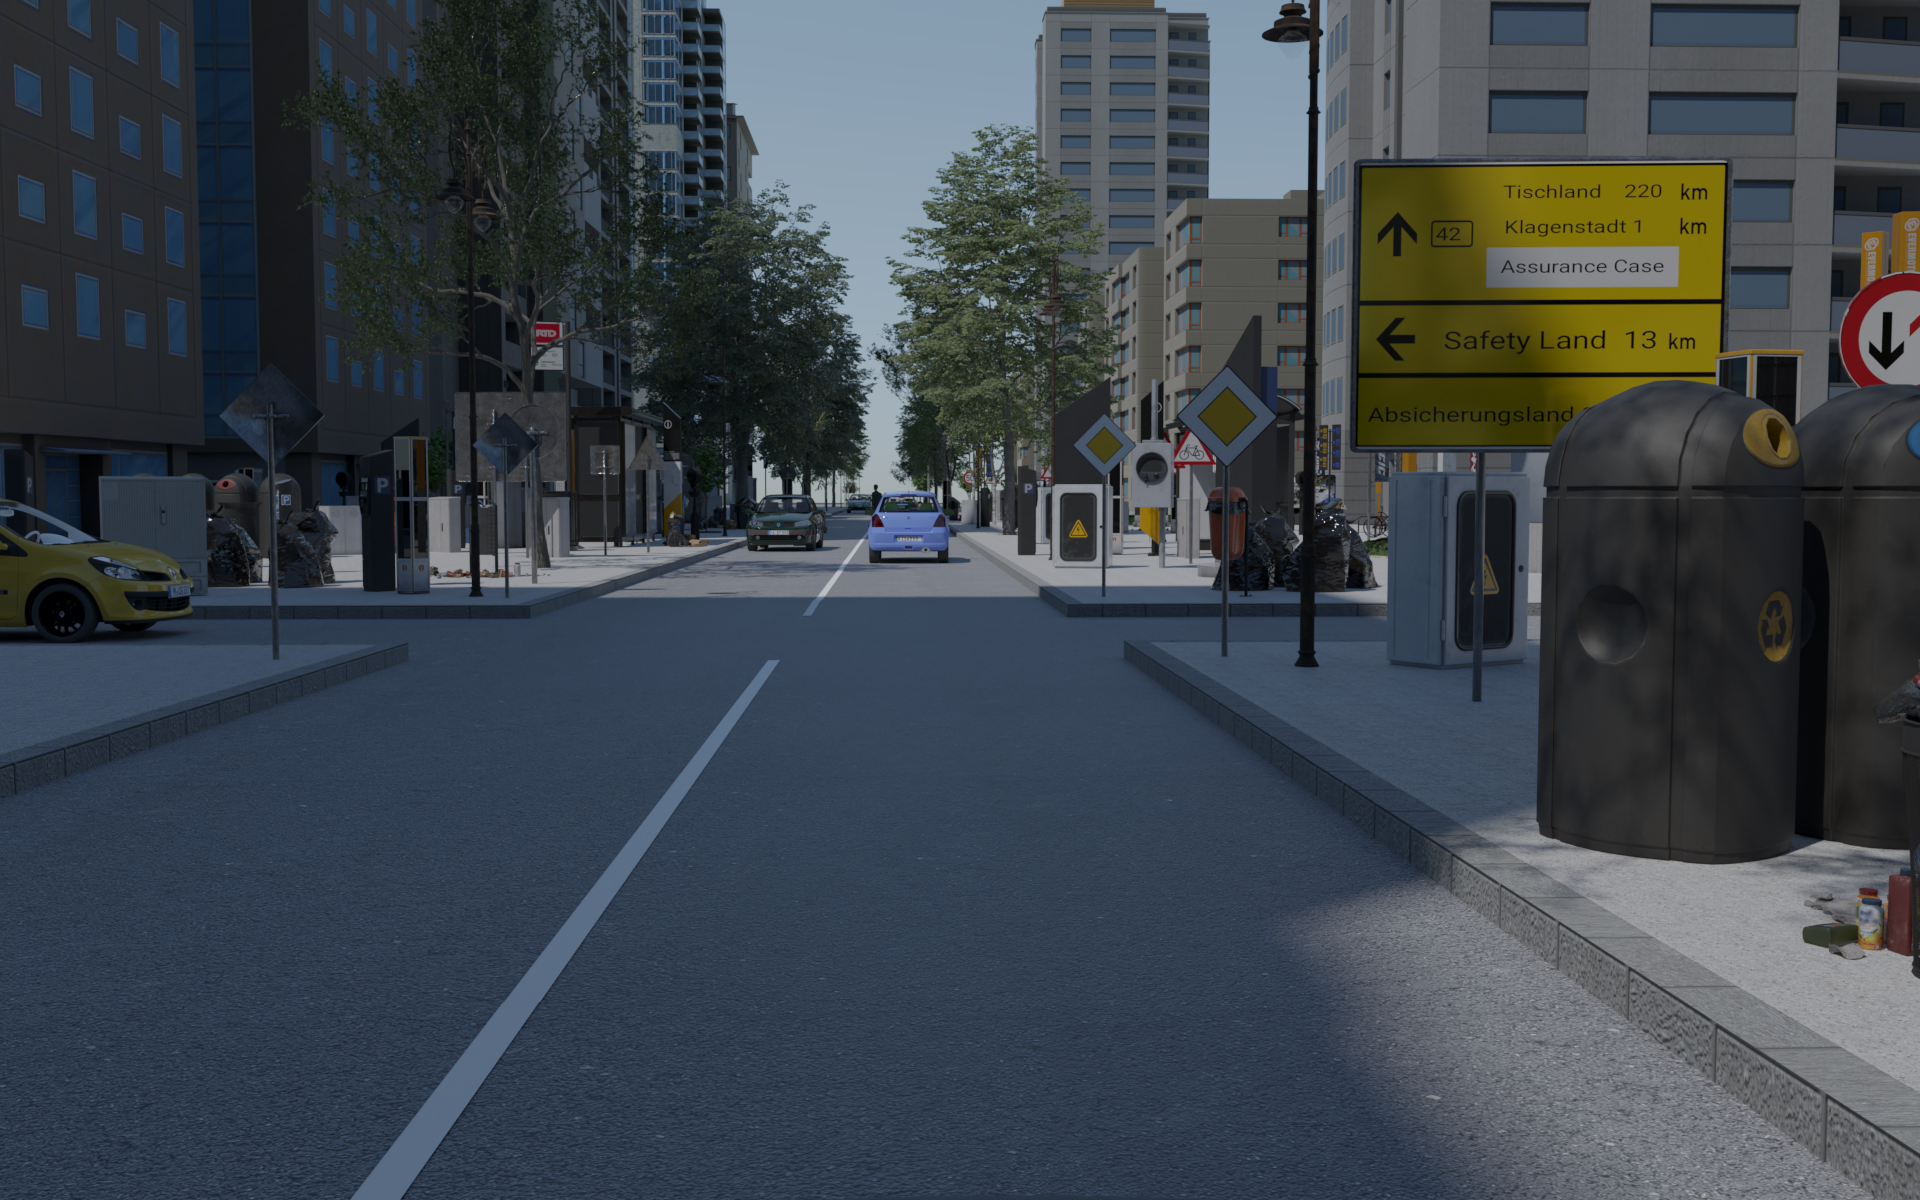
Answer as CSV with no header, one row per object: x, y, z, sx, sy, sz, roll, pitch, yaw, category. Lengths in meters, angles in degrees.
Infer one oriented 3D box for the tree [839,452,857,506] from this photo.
-12.348,-12.552,155.592,4.737,8.622,4.395,0,3,0,tree

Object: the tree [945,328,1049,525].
1.664,-7.412,71.545,4.737,8.622,4.395,0,3,0,tree

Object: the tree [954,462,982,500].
0.634,-6.616,102.767,1.663,3.219,1.824,0,3,0,tree

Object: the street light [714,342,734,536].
-7.179,-4.889,52.726,0.468,5.910,1.993,0,4,-2,street light

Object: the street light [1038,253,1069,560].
1.803,-3.712,33.474,0.468,5.910,1.993,0,4,-2,street light

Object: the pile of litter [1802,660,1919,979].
2.943,0.573,4.602,1.176,0.858,1.719,1,4,11,pile of litter

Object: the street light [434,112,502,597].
-6.058,-2.980,21.506,0.468,5.910,1.993,0,4,-2,street light

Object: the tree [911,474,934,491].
-4.684,-14.356,218.428,4.285,4.588,4.351,0,3,0,tree

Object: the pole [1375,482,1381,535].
13.150,-3.706,54.431,0.158,3.312,0.155,0,3,0,pole

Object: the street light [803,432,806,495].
-8.818,-7.659,98.014,0.468,5.910,1.993,0,4,-2,street light

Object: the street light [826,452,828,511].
-9.979,-9.587,129.541,0.468,5.910,1.993,0,4,-2,street light

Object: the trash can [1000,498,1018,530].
1.815,-3.085,62.090,0.748,1.137,0.748,0,3,0,trash can

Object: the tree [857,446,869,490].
-12.220,-14.454,186.677,4.737,8.622,4.395,0,3,0,tree

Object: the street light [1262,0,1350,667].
2.583,-2.443,12.724,0.468,5.910,1.993,0,4,-2,street light

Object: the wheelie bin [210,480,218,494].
-17.163,-1.945,39.714,0.693,1.594,0.980,0,4,8,wheelie bin

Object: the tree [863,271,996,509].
-2.262,-17.976,149.803,12.611,20.169,13.585,0,3,0,tree

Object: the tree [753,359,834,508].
-9.442,-8.737,93.204,4.737,8.622,4.395,0,3,0,tree

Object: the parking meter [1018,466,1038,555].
1.418,-1.868,36.253,0.399,1.863,0.255,-1,4,-8,parking meter

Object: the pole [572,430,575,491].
-10.749,-3.311,47.975,0.158,3.312,0.155,0,3,0,pole

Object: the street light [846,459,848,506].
-11.862,-12.743,181.138,0.468,5.910,1.993,0,4,-2,street light

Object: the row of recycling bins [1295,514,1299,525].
13.791,-3.976,72.119,3.534,1.692,1.069,3,5,42,row of recycling bins

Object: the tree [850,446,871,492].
-12.321,-14.911,194.153,4.360,8.622,3.978,0,3,0,tree

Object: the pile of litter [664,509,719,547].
-6.723,-1.746,42.511,1.176,0.858,1.719,0,4,2,pile of litter

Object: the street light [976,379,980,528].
0.677,-5.621,64.693,0.468,5.910,1.993,0,4,-2,street light

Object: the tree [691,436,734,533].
-8.277,-3.839,57.362,1.663,3.219,1.824,0,3,0,tree

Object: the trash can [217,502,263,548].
-12.617,-1.145,30.378,0.748,1.137,0.748,0,3,0,trash can

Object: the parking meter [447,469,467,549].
-11.855,-2.146,40.806,0.399,1.863,0.255,-3,4,-37,parking meter

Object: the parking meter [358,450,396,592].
-7.674,-1.046,22.806,0.255,1.863,0.399,3,5,42,parking meter

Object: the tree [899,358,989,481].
-0.615,-12.220,125.556,9.928,11.665,9.643,0,3,0,tree

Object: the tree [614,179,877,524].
-9.003,-10.006,70.248,9.857,13.997,8.962,0,3,0,tree

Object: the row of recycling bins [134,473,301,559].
-14.989,-1.691,34.763,3.534,1.692,1.069,0,4,0,row of recycling bins

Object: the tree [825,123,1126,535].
1.133,-8.315,54.084,7.486,12.596,7.792,0,3,0,tree

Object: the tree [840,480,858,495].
-14.840,-14.421,230.389,1.663,3.219,1.824,0,3,0,tree

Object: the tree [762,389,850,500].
-9.678,-9.394,103.951,4.360,8.622,3.978,0,3,0,tree

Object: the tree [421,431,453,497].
-16.358,-3.571,52.988,1.663,3.219,1.824,0,3,0,tree

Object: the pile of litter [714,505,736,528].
-8.904,-3.159,65.612,1.176,0.858,1.719,3,4,38,pile of litter

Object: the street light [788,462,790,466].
-8.370,-6.850,84.793,0.468,5.910,1.993,0,4,-2,street light

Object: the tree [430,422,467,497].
-23.482,-5.772,78.090,4.285,4.588,4.351,0,3,0,tree

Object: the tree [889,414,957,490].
-4.560,-19.239,231.561,9.611,12.733,9.660,0,3,0,tree

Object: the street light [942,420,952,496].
-0.943,-8.400,110.121,0.468,5.910,1.993,0,4,-2,street light

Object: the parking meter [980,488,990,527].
0.987,-3.629,67.749,0.372,1.533,0.369,0,3,0,parking meter

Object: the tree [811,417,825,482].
-12.358,-15.624,173.580,7.486,12.596,7.792,0,3,0,tree

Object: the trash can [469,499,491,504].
-13.919,-2.377,50.517,0.748,1.137,0.748,0,3,0,trash can

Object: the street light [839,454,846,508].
-11.063,-11.505,160.893,0.468,5.910,1.993,0,4,-2,street light

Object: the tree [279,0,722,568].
-7.604,-5.833,29.790,7.601,10.594,8.767,0,4,-4,tree

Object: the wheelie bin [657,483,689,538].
-8.489,-2.643,51.117,0.980,1.594,0.693,0,4,-4,wheelie bin

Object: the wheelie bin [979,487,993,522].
1.216,-4.382,79.550,0.693,1.594,0.980,1,4,14,wheelie bin

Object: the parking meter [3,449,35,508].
-12.320,-1.040,22.713,0.255,1.863,0.399,-1,4,-11,parking meter

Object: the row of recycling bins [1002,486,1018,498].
2.368,-4.175,75.378,1.069,1.692,3.534,0,4,-4,row of recycling bins

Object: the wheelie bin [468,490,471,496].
-18.534,-3.584,66.500,0.693,1.594,0.980,-1,4,-21,wheelie bin

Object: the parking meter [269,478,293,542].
-10.930,-1.192,27.898,0.372,1.533,0.369,0,3,0,parking meter

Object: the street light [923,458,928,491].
-4.055,-13.459,192.839,0.468,5.910,1.993,0,4,-2,street light

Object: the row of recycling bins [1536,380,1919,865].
3.929,0.034,6.564,3.534,1.692,1.069,0,4,-6,row of recycling bins

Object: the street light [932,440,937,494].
-2.055,-10.309,141.341,0.468,5.910,1.993,0,4,-2,street light

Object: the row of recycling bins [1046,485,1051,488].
3.868,-4.588,82.120,1.069,1.692,3.534,1,4,15,row of recycling bins
